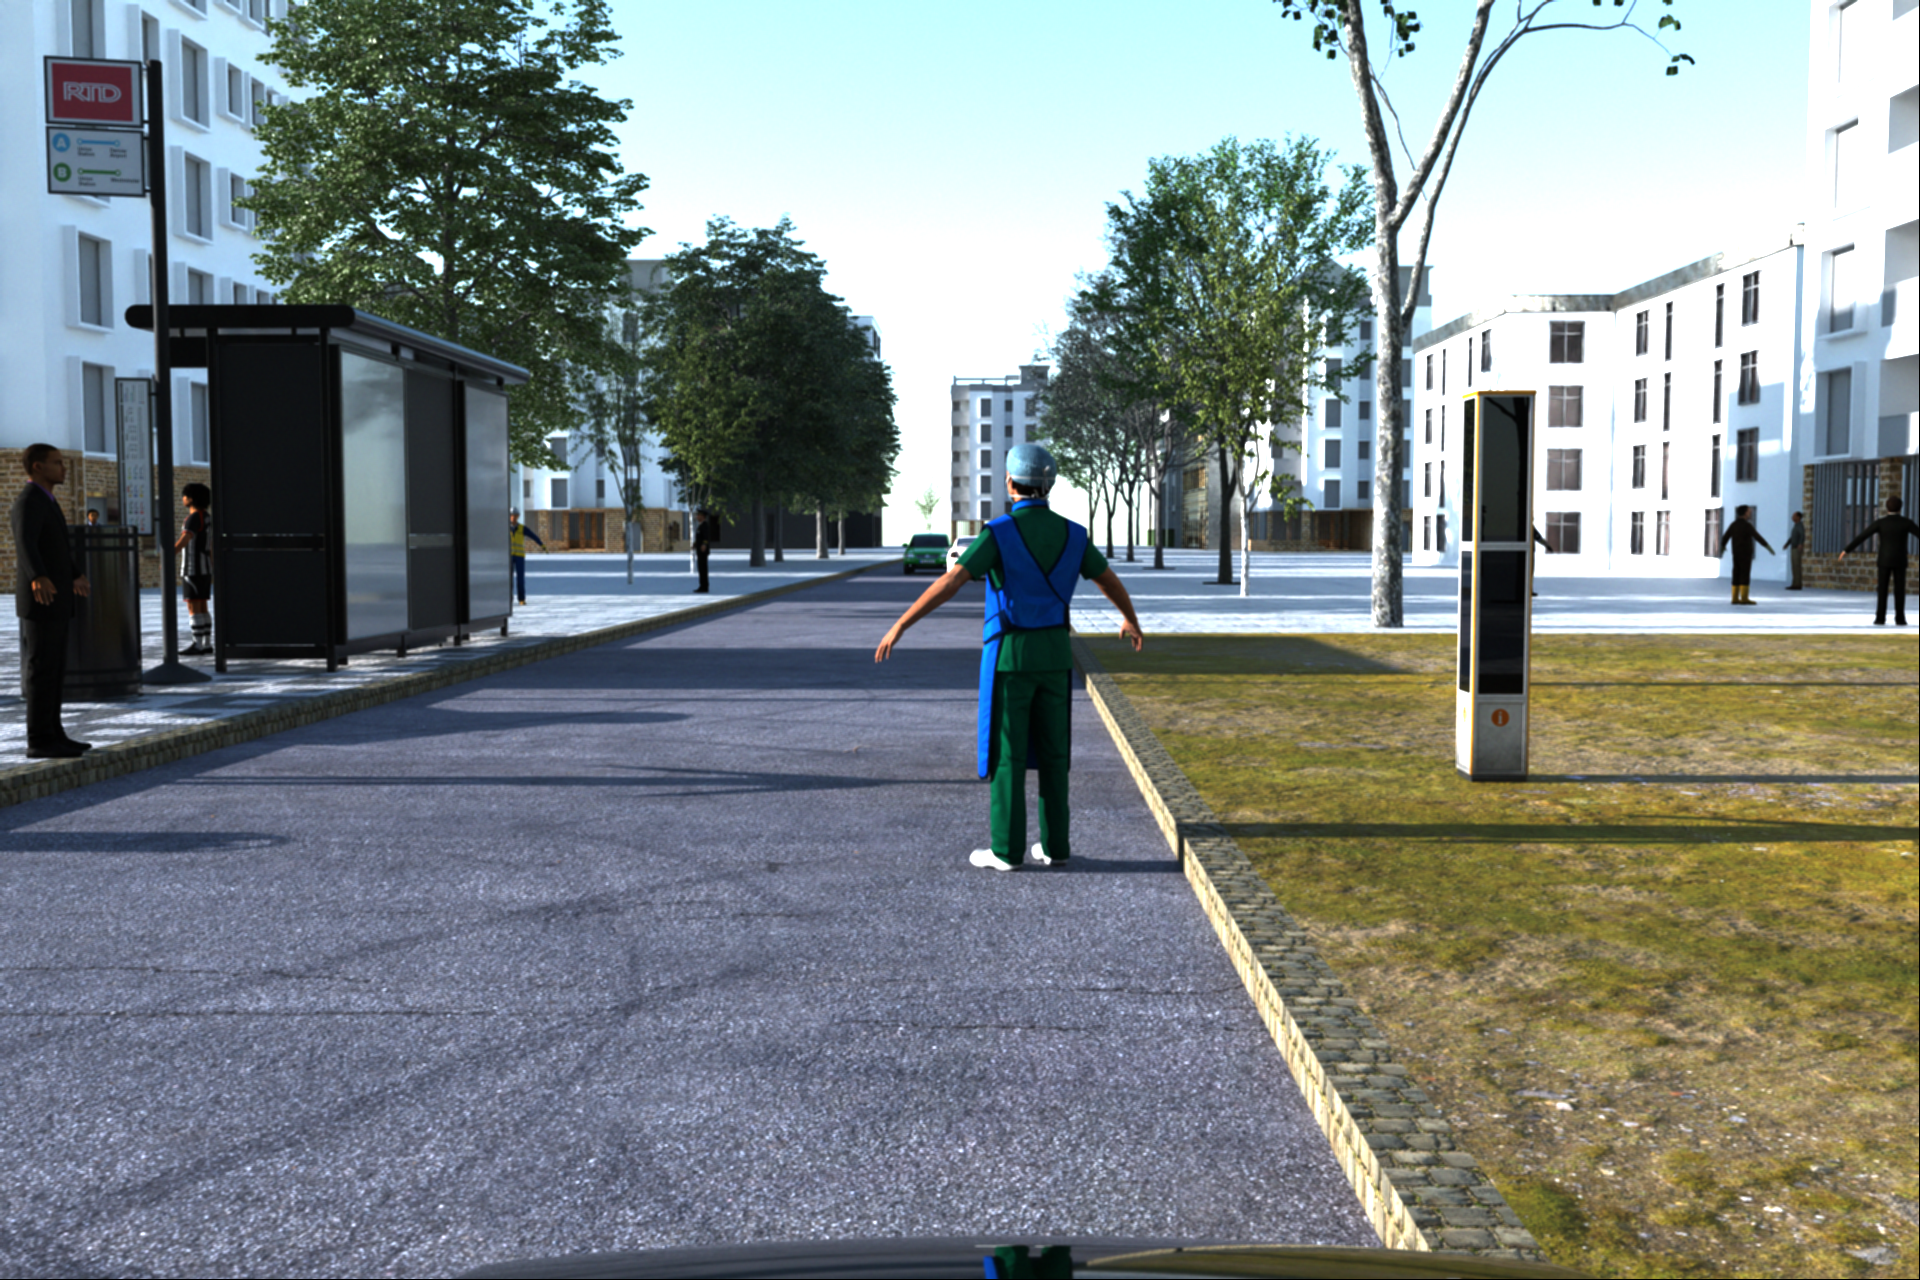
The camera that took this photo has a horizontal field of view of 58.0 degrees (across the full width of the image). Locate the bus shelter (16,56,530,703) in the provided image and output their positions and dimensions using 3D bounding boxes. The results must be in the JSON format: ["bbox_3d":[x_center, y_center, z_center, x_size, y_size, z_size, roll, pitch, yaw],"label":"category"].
[{"bbox_3d":[-6.546,-2.428,17.331,2.179,5.291,8.768,0,4,1],"label":"bus shelter"}]

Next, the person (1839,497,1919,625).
[{"bbox_3d":[13.148,-1.115,24.423,1.347,1.806,0.705,2,4,28],"label":"person"}]

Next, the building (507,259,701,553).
[{"bbox_3d":[-25.180,-16.157,120.580,16.016,20.090,11.380,0,4,1],"label":"building"}]

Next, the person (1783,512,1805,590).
[{"bbox_3d":[19.254,-2.057,39.911,0.705,1.796,1.348,1,4,11],"label":"person"}]

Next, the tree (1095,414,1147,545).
[{"bbox_3d":[21.390,-21.031,199.744,12.611,20.169,13.585,0,3,0],"label":"tree"}]

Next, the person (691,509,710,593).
[{"bbox_3d":[-5.677,-1.962,38.006,0.705,1.837,1.347,-1,4,-19],"label":"person"}]

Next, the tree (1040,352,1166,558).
[{"bbox_3d":[8.130,-10.221,92.874,9.928,11.665,9.643,0,3,0],"label":"tree"}]

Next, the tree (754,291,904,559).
[{"bbox_3d":[-7.129,-11.206,89.869,9.857,13.997,8.962,0,3,0],"label":"tree"}]

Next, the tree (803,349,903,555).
[{"bbox_3d":[-6.969,-11.497,106.098,7.486,12.596,7.792,0,3,0],"label":"tree"}]

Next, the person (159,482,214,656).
[{"bbox_3d":[-8.125,-0.749,18.383,0.704,1.843,1.345,0,4,-4],"label":"person"}]

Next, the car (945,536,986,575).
[{"bbox_3d":[0.562,-2.588,54.675,2.083,1.381,4.827,0,4,2],"label":"car"}]

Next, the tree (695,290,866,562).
[{"bbox_3d":[-8.151,-9.823,78.734,7.486,12.596,7.792,0,3,0],"label":"tree"}]

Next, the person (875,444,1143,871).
[{"bbox_3d":[0.278,0.068,7.468,1.347,1.817,0.704,-2,4,-30],"label":"person"}]

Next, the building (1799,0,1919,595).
[{"bbox_3d":[25.169,-11.168,39.017,16.016,20.090,11.380,0,4,2],"label":"building"}]

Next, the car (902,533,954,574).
[{"bbox_3d":[-1.080,-3.306,62.842,1.959,1.807,4.718,0,4,2],"label":"car"}]

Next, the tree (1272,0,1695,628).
[{"bbox_3d":[6.302,-10.151,21.856,12.611,20.169,13.585,0,3,0],"label":"tree"}]

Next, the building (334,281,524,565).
[{"bbox_3d":[-22.590,-7.919,71.626,9.099,9.664,28.070,0,4,1],"label":"building"}]

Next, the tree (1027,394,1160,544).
[{"bbox_3d":[7.998,-10.854,103.217,9.928,11.665,9.643,0,3,0],"label":"tree"}]

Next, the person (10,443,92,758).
[{"bbox_3d":[-5.263,-0.233,10.031,0.704,1.802,1.346,-1,4,-19],"label":"person"}]

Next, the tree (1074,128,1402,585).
[{"bbox_3d":[6.951,-7.235,44.041,9.928,11.665,9.643,0,3,0],"label":"tree"}]

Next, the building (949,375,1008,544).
[{"bbox_3d":[-0.890,-20.748,198.110,11.380,20.090,16.016,0,4,-2],"label":"building"}]

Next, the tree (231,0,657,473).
[{"bbox_3d":[-9.112,-6.891,30.798,7.486,12.596,7.792,0,3,0],"label":"tree"}]

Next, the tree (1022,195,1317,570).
[{"bbox_3d":[7.171,-9.313,62.631,12.009,13.543,11.850,0,3,0],"label":"tree"}]

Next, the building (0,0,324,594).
[{"bbox_3d":[-24.178,-11.137,38.512,16.016,20.090,11.380,0,4,1],"label":"building"}]

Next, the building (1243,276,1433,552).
[{"bbox_3d":[27.310,-16.992,134.234,16.016,20.090,11.380,0,4,2],"label":"building"}]

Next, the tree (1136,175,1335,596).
[{"bbox_3d":[5.799,-5.203,35.432,4.737,8.622,4.395,0,3,0],"label":"tree"}]

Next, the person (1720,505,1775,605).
[{"bbox_3d":[14.264,-1.553,31.522,0.704,1.812,1.346,-1,4,-16],"label":"person"}]

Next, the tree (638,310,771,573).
[{"bbox_3d":[-8.663,-6.521,56.982,4.737,8.622,4.395,0,3,0],"label":"tree"}]

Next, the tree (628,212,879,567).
[{"bbox_3d":[-8.053,-9.852,67.735,9.857,13.997,8.962,0,3,0],"label":"tree"}]

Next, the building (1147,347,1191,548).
[{"bbox_3d":[28.255,-18.671,171.730,16.747,18.905,31.486,0,4,2],"label":"building"}]

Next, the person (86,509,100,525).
[{"bbox_3d":[-15.777,-1.520,31.577,1.216,1.740,0.721,-2,4,-29],"label":"person"}]

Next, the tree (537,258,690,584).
[{"bbox_3d":[-8.312,-5.761,44.561,4.360,8.622,3.978,0,3,0],"label":"tree"}]

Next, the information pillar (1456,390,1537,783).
[{"bbox_3d":[2.787,-0.277,9.024,0.304,2.012,0.304,0,4,2],"label":"information pillar"}]

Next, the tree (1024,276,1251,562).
[{"bbox_3d":[7.875,-10.397,80.366,12.009,13.543,11.850,0,3,0],"label":"tree"}]

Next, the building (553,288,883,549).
[{"bbox_3d":[-22.119,-19.343,160.229,27.936,21.610,32.646,0,4,1],"label":"building"}]

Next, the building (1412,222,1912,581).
[{"bbox_3d":[23.634,-7.258,60.821,9.099,9.664,28.070,0,4,2],"label":"building"}]

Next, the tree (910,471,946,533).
[{"bbox_3d":[-3.210,-15.275,200.115,4.360,8.622,3.978,0,3,0],"label":"tree"}]

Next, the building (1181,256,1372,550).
[{"bbox_3d":[29.013,-19.273,146.043,19.493,23.208,18.063,0,4,1],"label":"building"}]

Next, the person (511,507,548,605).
[{"bbox_3d":[-8.067,-1.521,31.331,1.216,1.772,0.721,0,4,-7],"label":"person"}]

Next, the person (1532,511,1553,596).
[{"bbox_3d":[11.681,-1.827,35.650,1.354,1.856,0.705,-2,4,-33],"label":"person"}]
